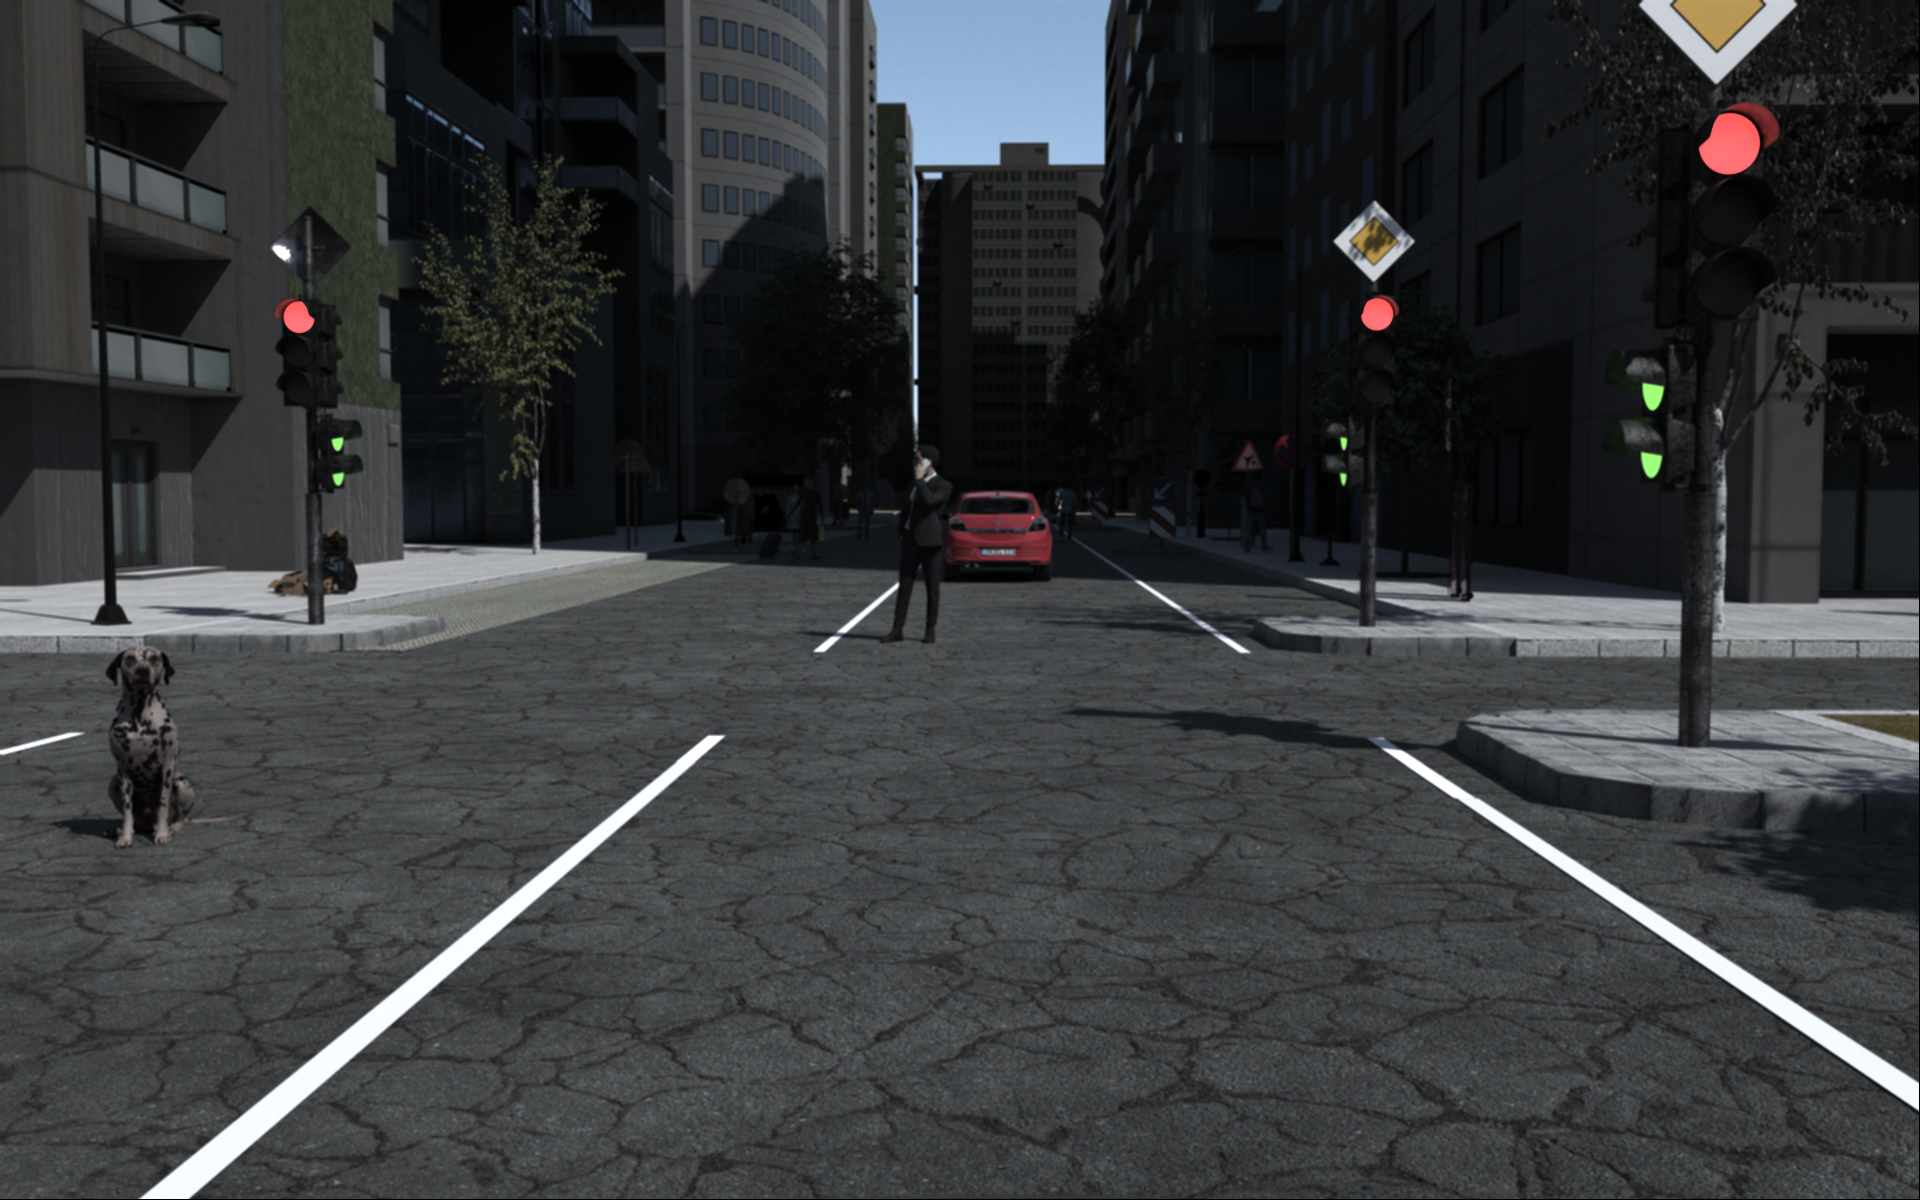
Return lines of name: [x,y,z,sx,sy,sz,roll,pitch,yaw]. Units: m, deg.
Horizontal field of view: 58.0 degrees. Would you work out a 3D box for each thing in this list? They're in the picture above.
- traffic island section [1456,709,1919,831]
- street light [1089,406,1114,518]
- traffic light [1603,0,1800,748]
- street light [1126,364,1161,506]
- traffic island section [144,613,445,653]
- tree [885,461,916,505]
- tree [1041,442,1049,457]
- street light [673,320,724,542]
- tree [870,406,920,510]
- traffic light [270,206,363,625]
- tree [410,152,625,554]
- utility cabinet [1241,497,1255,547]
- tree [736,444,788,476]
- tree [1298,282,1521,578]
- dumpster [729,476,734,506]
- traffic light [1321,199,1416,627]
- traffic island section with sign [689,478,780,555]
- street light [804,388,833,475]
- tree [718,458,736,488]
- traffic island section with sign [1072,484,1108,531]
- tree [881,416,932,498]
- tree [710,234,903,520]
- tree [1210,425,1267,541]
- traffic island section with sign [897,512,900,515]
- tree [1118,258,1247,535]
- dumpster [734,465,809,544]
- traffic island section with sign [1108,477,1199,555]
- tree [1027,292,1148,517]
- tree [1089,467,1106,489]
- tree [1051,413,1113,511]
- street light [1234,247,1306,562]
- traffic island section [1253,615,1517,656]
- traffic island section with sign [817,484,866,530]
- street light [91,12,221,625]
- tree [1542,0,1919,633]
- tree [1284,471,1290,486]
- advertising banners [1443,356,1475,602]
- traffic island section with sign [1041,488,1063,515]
traffic island section: [3.759,0.823,8.819,2.009,0.180,2.903,0,4,2]
street light: [7.499,-7.292,91.767,1.470,5.913,1.316,0,4,2]
traffic light: [3.719,-1.210,8.707,0.839,4.253,0.868,0,4,2]
street light: [6.631,-5.483,62.188,1.470,5.913,1.316,0,4,2]
traffic island section: [-6.364,0.318,17.083,2.009,0.180,2.903,0,4,2]
tree: [-5.259,-10.542,156.074,4.285,4.588,4.351,0,3,0]
tree: [9.778,-12.985,162.669,4.360,8.622,3.978,0,3,0]
street light: [-6.997,-4.516,46.385,1.470,5.913,1.316,0,4,2]
tree: [-5.384,-11.559,139.344,4.360,8.622,3.978,0,3,0]
traffic light: [-6.325,-1.714,16.947,0.839,4.253,0.868,0,4,2]
tree: [-9.254,-5.274,36.590,4.737,8.622,4.395,0,3,0]
utility cabinet: [7.004,-1.890,42.059,0.306,1.237,1.020,1,4,13]
tree: [-7.414,-4.376,66.154,1.663,3.219,1.824,0,3,0]
tree: [6.893,-2.650,27.034,4.285,4.588,4.351,0,3,0]
dumpster: [-7.272,-3.518,60.009,1.502,2.255,1.985,0,4,2]
traffic light: [3.933,-1.698,16.689,0.839,4.253,0.868,0,4,2]
traffic island section with sign: [-5.378,-2.021,41.669,1.989,1.847,2.006,0,4,2]
street light: [-6.230,-6.318,75.835,1.470,5.913,1.316,0,4,2]
tree: [-9.795,-5.096,77.925,1.663,3.219,1.824,0,3,0]
traffic island section with sign: [5.366,-3.655,68.387,1.989,1.847,2.006,0,4,2]
tree: [-5.630,-13.337,168.420,4.737,8.622,4.395,0,3,0]
tree: [-7.498,-10.926,85.302,9.857,13.997,8.962,0,3,0]
tree: [7.427,-3.269,48.052,1.663,3.219,1.824,0,3,0]
traffic island section with sign: [-3.299,-6.746,118.923,1.989,1.847,2.006,0,4,2]
tree: [7.156,-6.367,54.456,4.737,8.622,4.395,0,3,0]
dumpster: [-5.317,-2.741,49.767,1.985,2.255,1.502,0,4,2]
traffic island section with sign: [4.655,-2.004,41.391,1.989,1.847,2.006,0,4,2]
tree: [8.588,-11.103,98.543,9.611,12.733,9.660,0,3,0]
tree: [9.939,-7.605,118.947,1.663,3.219,1.824,0,3,0]
tree: [9.315,-10.978,129.845,4.360,8.622,3.978,0,3,0]
street light: [5.847,-3.682,32.739,1.470,5.913,1.316,0,4,2]
traffic island section: [3.973,0.335,16.802,2.009,0.180,2.903,0,4,2]
traffic island section with sign: [-4.655,-3.669,68.615,1.989,1.847,2.006,0,4,2]
street light: [-7.829,-2.712,16.879,1.470,5.913,1.316,0,4,2]
tree: [7.029,-3.990,15.606,4.360,8.622,3.978,0,3,0]
tree: [11.736,-3.875,57.962,1.663,3.219,1.824,0,3,0]
advertising banners: [6.169,-1.546,21.471,0.090,3.025,2.074,0,4,7]
traffic island section with sign: [6.720,-6.721,118.519,1.989,1.847,2.006,0,4,2]
